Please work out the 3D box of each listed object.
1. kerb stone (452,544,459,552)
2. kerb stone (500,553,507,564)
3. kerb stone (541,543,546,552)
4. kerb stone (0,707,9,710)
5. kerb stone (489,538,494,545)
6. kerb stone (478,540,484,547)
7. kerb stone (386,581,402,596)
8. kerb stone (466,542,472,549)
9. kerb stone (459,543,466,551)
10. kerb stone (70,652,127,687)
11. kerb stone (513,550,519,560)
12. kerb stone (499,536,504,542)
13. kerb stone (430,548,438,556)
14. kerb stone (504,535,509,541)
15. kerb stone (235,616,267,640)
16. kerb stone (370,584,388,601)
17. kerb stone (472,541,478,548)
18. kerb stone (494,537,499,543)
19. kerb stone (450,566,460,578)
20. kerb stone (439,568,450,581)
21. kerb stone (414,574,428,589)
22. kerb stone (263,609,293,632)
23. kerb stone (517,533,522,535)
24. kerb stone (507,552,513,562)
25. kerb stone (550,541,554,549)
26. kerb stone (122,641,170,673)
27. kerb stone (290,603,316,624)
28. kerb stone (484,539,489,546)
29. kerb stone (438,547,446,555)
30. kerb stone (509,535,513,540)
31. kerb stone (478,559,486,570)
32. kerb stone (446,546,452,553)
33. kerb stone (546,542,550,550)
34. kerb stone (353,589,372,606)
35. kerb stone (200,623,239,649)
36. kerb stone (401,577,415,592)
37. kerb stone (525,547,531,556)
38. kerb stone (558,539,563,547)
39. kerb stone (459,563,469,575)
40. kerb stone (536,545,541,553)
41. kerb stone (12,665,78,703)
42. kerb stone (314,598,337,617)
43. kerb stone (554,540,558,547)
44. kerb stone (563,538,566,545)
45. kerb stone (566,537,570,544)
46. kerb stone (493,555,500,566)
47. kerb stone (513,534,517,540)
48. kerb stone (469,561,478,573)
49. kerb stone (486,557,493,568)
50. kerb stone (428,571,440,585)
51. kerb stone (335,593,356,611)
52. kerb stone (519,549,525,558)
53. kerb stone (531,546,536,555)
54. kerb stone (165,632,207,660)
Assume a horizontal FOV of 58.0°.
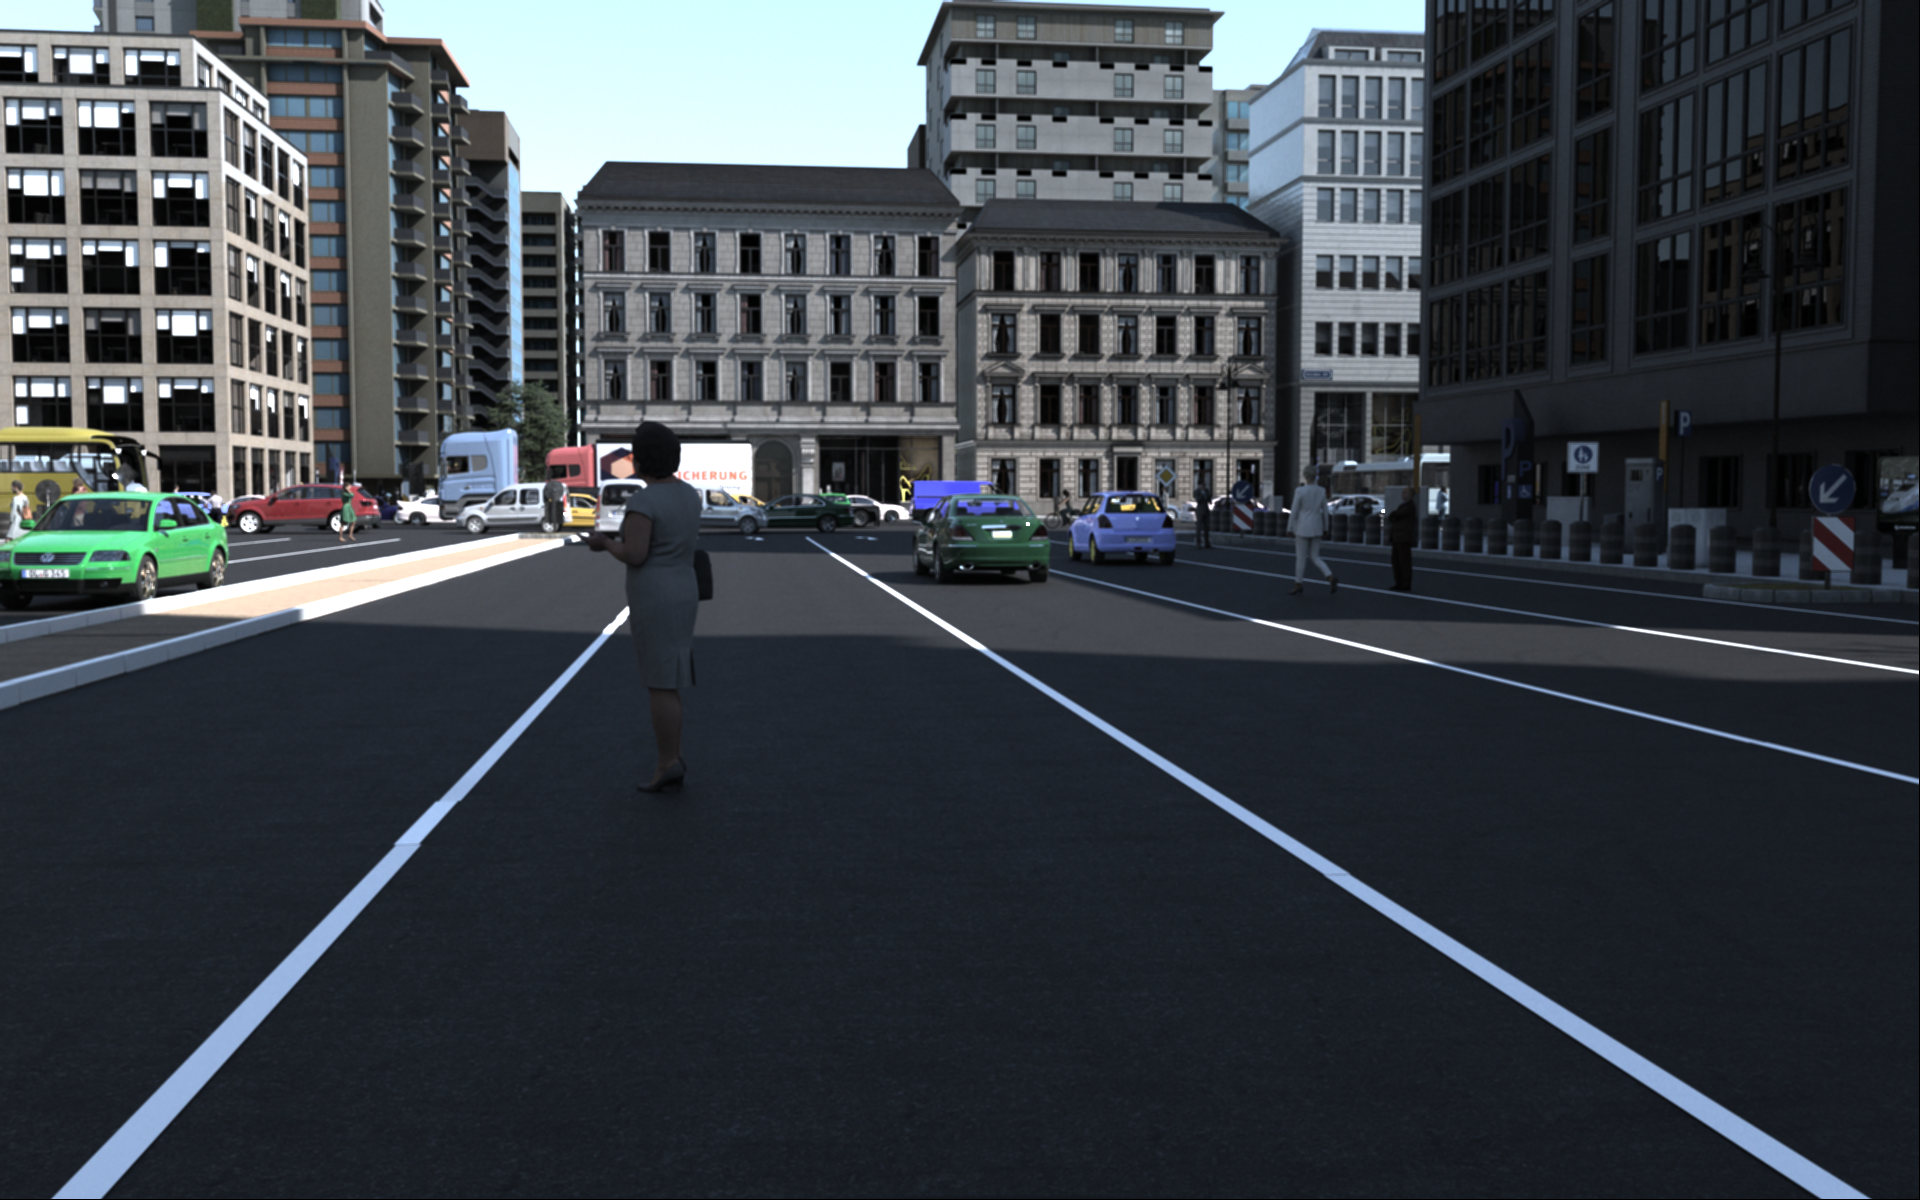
[{"bbox_3d":[-12.544,-1.253,42.685,0.120,0.150,1.000,0,4,-7],"label":"kerb stone"},{"bbox_3d":[-9.548,-0.831,35.788,0.120,0.150,1.000,0,4,-7],"label":"kerb stone"},{"bbox_3d":[-10.462,-1.265,42.959,0.120,0.150,1.000,0,4,-7],"label":"kerb stone"},{"bbox_3d":[-6.399,0.668,11.286,0.120,0.150,1.000,0,4,-7],"label":"kerb stone"},{"bbox_3d":[-13.326,-1.627,48.807,0.120,0.150,1.000,0,4,-7],"label":"kerb stone"},{"bbox_3d":[-13.059,-1.499,46.768,0.120,0.150,1.000,0,4,-7],"label":"kerb stone"},{"bbox_3d":[-8.106,-0.145,24.567,0.120,0.150,1.000,0,4,-7],"label":"kerb stone"},{"bbox_3d":[-12.806,-1.378,44.725,0.120,0.150,1.000,0,4,-7],"label":"kerb stone"},{"bbox_3d":[-12.672,-1.312,43.705,0.120,0.150,1.000,0,4,-7],"label":"kerb stone"},{"bbox_3d":[-6.671,0.542,13.331,0.120,0.150,1.000,0,4,-7],"label":"kerb stone"},{"bbox_3d":[-9.805,-0.956,37.834,0.120,0.150,1.000,0,4,-7],"label":"kerb stone"},{"bbox_3d":[-13.592,-1.754,50.866,0.120,0.150,1.000,0,4,-7],"label":"kerb stone"},{"bbox_3d":[-12.150,-1.064,39.615,0.120,0.150,1.000,0,4,-7],"label":"kerb stone"},{"bbox_3d":[-13.720,-1.814,51.887,0.120,0.150,1.000,0,4,-7],"label":"kerb stone"},{"bbox_3d":[-7.191,0.292,17.416,0.120,0.150,1.000,0,4,-7],"label":"kerb stone"},{"bbox_3d":[-7.974,-0.078,23.548,0.120,0.150,1.000,0,4,-7],"label":"kerb stone"},{"bbox_3d":[-12.938,-1.437,45.747,0.120,0.150,1.000,0,4,-7],"label":"kerb stone"},{"bbox_3d":[-13.458,-1.691,49.839,0.120,0.150,1.000,0,4,-7],"label":"kerb stone"},{"bbox_3d":[-8.760,-0.457,29.671,0.120,0.150,1.000,0,4,-7],"label":"kerb stone"},{"bbox_3d":[-8.624,-0.395,28.653,0.120,0.150,1.000,0,4,-7],"label":"kerb stone"},{"bbox_3d":[-8.361,-0.270,26.610,0.120,0.150,1.000,0,4,-7],"label":"kerb stone"},{"bbox_3d":[-7.324,0.229,18.445,0.120,0.150,1.000,0,4,-7],"label":"kerb stone"},{"bbox_3d":[-14.115,-2.002,54.957,0.120,0.150,1.000,0,4,-7],"label":"kerb stone"},{"bbox_3d":[-9.677,-0.894,36.809,0.120,0.150,1.000,0,4,-7],"label":"kerb stone"},{"bbox_3d":[-10.720,-1.395,45.004,0.120,0.150,1.000,0,4,-7],"label":"kerb stone"},{"bbox_3d":[-6.793,0.480,14.351,0.120,0.150,1.000,0,4,-7],"label":"kerb stone"},{"bbox_3d":[-7.453,0.167,19.464,0.120,0.150,1.000,0,4,-7],"label":"kerb stone"},{"bbox_3d":[-13.190,-1.565,47.788,0.120,0.150,1.000,0,4,-7],"label":"kerb stone"},{"bbox_3d":[-12.277,-1.127,40.635,0.120,0.150,1.000,0,4,-7],"label":"kerb stone"},{"bbox_3d":[-13.850,-1.875,52.913,0.120,0.150,1.000,0,4,-7],"label":"kerb stone"},{"bbox_3d":[-9.142,-0.644,32.731,0.120,0.150,1.000,0,4,-7],"label":"kerb stone"},{"bbox_3d":[-12.414,-1.190,41.659,0.120,0.150,1.000,0,4,-7],"label":"kerb stone"},{"bbox_3d":[-10.589,-1.330,43.982,0.120,0.150,1.000,0,4,-7],"label":"kerb stone"},{"bbox_3d":[-7.849,-0.020,22.528,0.120,0.150,1.000,0,4,-7],"label":"kerb stone"},{"bbox_3d":[-7.058,0.355,16.394,0.120,0.150,1.000,0,4,-7],"label":"kerb stone"},{"bbox_3d":[-8.240,-0.203,25.589,0.120,0.150,1.000,0,4,-7],"label":"kerb stone"},{"bbox_3d":[-10.069,-1.083,39.895,0.120,0.150,1.000,0,4,-7],"label":"kerb stone"},{"bbox_3d":[-10.979,-1.520,47.051,0.120,0.150,1.000,0,4,-7],"label":"kerb stone"},{"bbox_3d":[-8.882,-0.520,30.692,0.120,0.150,1.000,0,4,-7],"label":"kerb stone"},{"bbox_3d":[-10.332,-1.207,41.934,0.120,0.150,1.000,0,4,-7],"label":"kerb stone"},{"bbox_3d":[-6.537,0.605,12.306,0.120,0.150,1.000,0,4,-7],"label":"kerb stone"},{"bbox_3d":[-7.582,0.105,20.484,0.120,0.150,1.000,0,4,-7],"label":"kerb stone"},{"bbox_3d":[-10.855,-1.458,46.027,0.120,0.150,1.000,0,4,-7],"label":"kerb stone"},{"bbox_3d":[-11.111,-1.583,48.077,0.120,0.150,1.000,0,4,-7],"label":"kerb stone"},{"bbox_3d":[-11.244,-1.641,49.106,0.120,0.150,1.000,0,4,-7],"label":"kerb stone"},{"bbox_3d":[-9.413,-0.765,34.770,0.120,0.150,1.000,0,4,-7],"label":"kerb stone"},{"bbox_3d":[-13.988,-1.941,53.937,0.120,0.150,1.000,0,4,-7],"label":"kerb stone"},{"bbox_3d":[-9.012,-0.579,31.712,0.120,0.150,1.000,0,4,-7],"label":"kerb stone"},{"bbox_3d":[-9.282,-0.707,33.750,0.120,0.150,1.000,0,4,-7],"label":"kerb stone"},{"bbox_3d":[-8.487,-0.331,27.630,0.120,0.150,1.000,0,4,-7],"label":"kerb stone"},{"bbox_3d":[-7.707,0.045,21.505,0.120,0.150,1.000,0,4,-7],"label":"kerb stone"},{"bbox_3d":[-9.937,-1.020,38.870,0.120,0.150,1.000,0,4,-7],"label":"kerb stone"},{"bbox_3d":[-10.194,-1.140,40.916,0.120,0.150,1.000,0,4,-7],"label":"kerb stone"},{"bbox_3d":[-6.923,0.417,15.371,0.120,0.150,1.000,0,4,-7],"label":"kerb stone"}]
